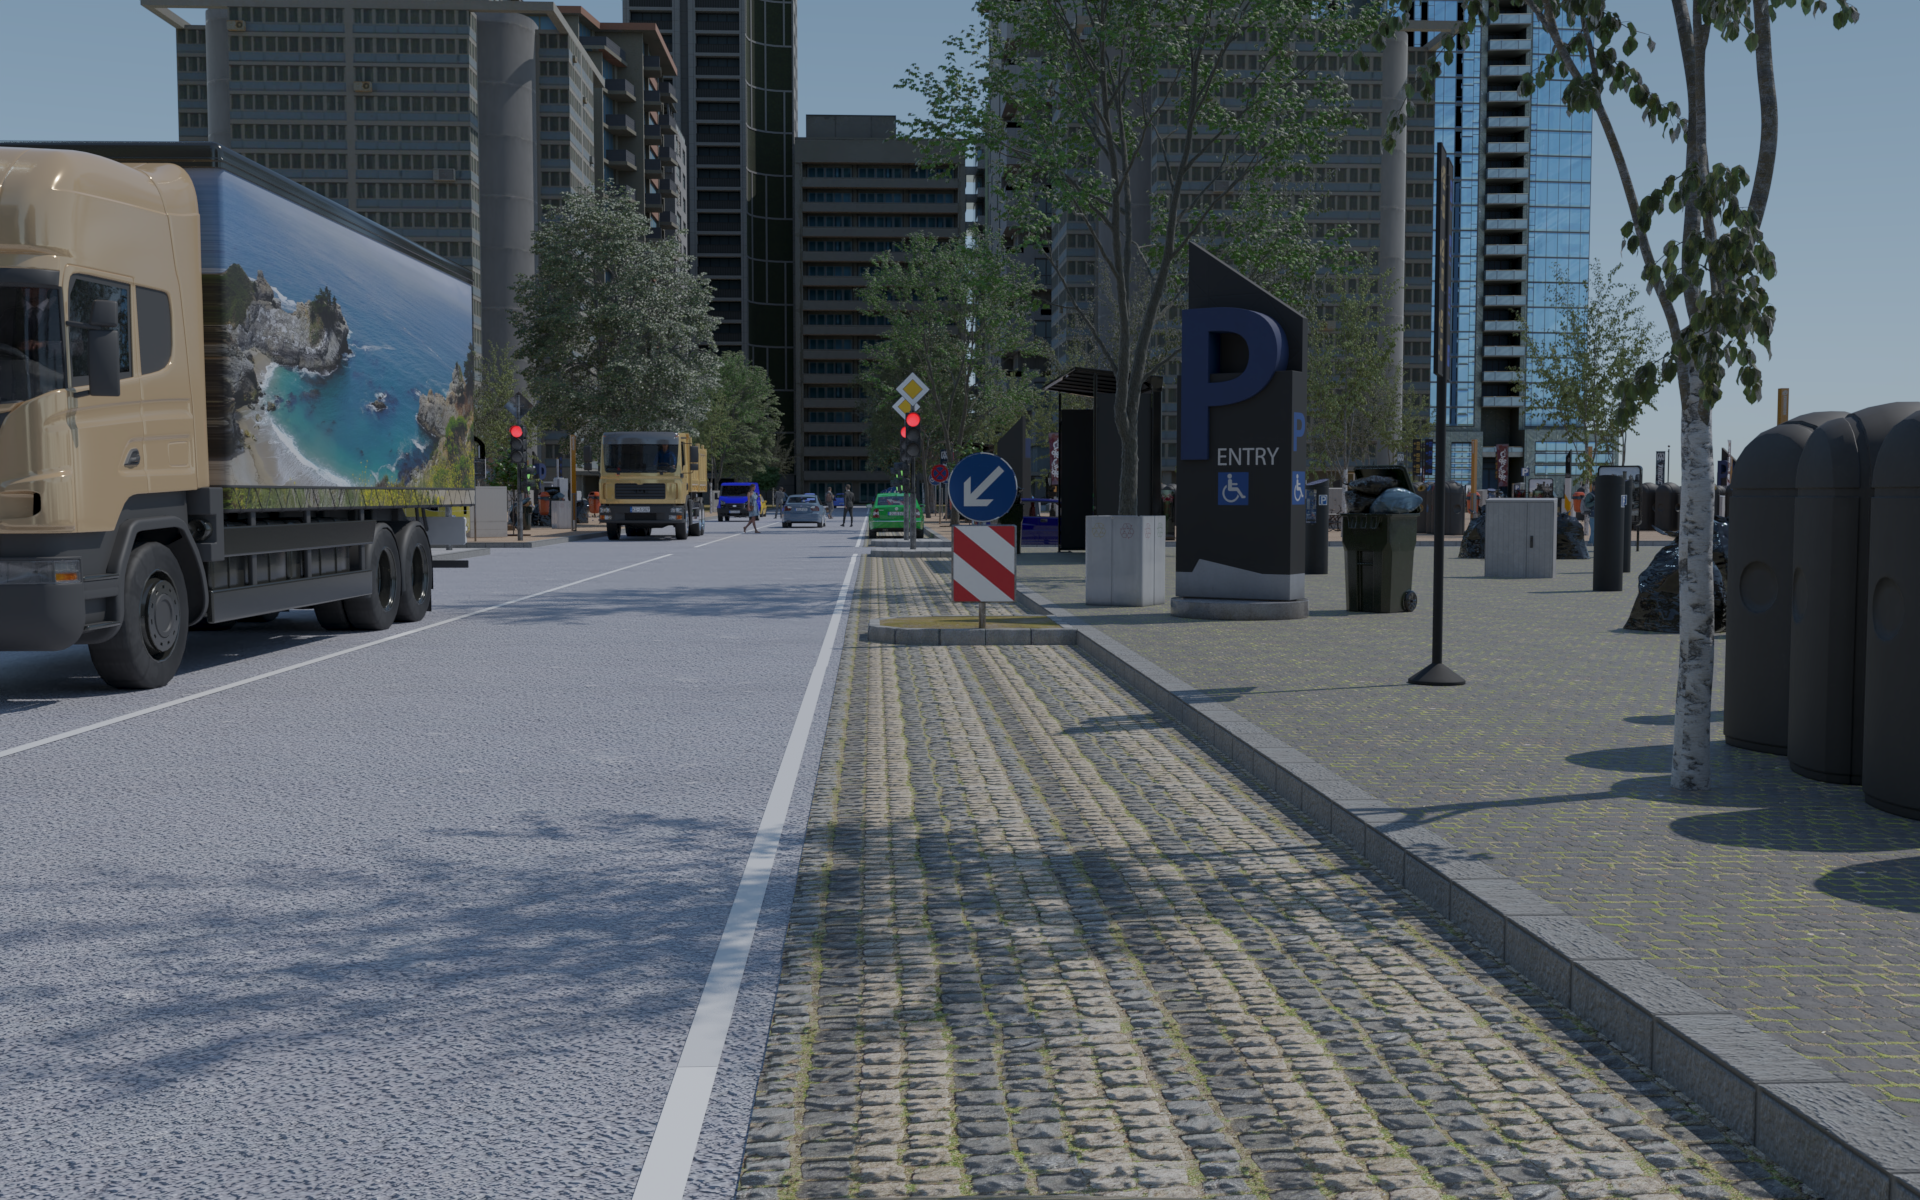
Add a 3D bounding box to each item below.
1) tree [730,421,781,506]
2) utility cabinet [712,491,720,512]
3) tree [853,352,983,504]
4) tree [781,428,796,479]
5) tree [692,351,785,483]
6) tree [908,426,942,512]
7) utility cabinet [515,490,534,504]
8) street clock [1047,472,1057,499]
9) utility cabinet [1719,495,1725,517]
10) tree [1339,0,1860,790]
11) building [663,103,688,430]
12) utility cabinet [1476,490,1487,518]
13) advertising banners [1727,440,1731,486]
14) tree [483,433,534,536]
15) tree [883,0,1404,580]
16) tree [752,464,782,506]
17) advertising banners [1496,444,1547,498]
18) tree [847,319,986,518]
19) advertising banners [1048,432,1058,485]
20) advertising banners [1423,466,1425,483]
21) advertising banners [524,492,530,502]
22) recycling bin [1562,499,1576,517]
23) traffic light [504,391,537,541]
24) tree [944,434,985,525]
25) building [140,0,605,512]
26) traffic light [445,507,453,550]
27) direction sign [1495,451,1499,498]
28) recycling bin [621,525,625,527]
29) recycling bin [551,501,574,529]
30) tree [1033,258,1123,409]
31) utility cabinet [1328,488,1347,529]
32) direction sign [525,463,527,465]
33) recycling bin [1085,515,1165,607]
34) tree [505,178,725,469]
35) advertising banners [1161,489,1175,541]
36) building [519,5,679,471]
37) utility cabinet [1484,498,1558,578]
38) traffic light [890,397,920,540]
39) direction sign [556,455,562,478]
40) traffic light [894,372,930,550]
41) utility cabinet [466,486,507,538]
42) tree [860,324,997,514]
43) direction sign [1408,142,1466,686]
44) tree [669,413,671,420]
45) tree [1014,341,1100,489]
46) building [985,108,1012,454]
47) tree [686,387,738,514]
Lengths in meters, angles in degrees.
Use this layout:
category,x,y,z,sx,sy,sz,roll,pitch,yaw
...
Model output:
category,x,y,z,sx,sy,sz,roll,pitch,yaw
tree,-18.960,-12.524,155.122,4.360,8.622,3.978,0,3,0
utility cabinet,-16.780,-6.818,120.151,0.318,1.500,1.173,3,4,37
tree,-3.410,-13.800,135.994,12.009,13.543,11.850,0,3,0
tree,-19.527,-14.215,182.772,4.360,8.622,3.978,0,3,0
tree,-17.717,-13.412,137.415,7.486,12.596,7.792,0,3,0
tree,-2.591,-10.607,123.791,4.737,8.622,4.395,0,3,0
utility cabinet,-23.035,-5.075,91.648,1.173,1.500,0.318,3,4,38
street clock,3.037,-3.198,56.858,0.358,2.002,0.471,-1,4,-13
utility cabinet,33.773,-4.056,77.479,0.306,1.237,1.020,-2,4,-34
tree,2.960,-3.483,7.317,4.360,8.622,3.978,0,3,0
building,-36.078,-30.523,182.637,14.086,41.232,14.154,0,4,-3
utility cabinet,26.570,-4.870,88.309,0.318,1.500,1.173,0,4,-1
advertising banners,25.263,-3.695,56.602,0.090,3.025,2.074,2,4,35
tree,-13.665,-3.574,53.033,1.663,3.219,1.824,0,3,0
tree,2.546,-6.104,25.554,9.928,11.665,9.643,0,3,0
tree,-18.996,-11.326,168.891,4.285,4.588,4.351,0,3,0
advertising banners,19.327,-3.886,59.719,0.090,3.025,2.074,-3,4,-36
tree,-2.002,-9.658,92.316,7.601,10.594,8.767,1,4,20
advertising banners,3.209,-3.198,48.471,0.090,3.025,2.074,-3,5,-42
advertising banners,28.512,-6.826,107.797,0.090,3.025,2.074,0,4,-8
advertising banners,-21.893,-5.572,87.294,0.090,3.025,2.074,0,4,-3
recycling bin,32.143,-4.822,91.391,0.722,1.027,0.722,3,5,44
traffic light,-12.053,-3.579,47.431,0.839,4.253,0.868,0,4,-3
tree,0.442,-3.743,55.797,1.663,3.219,1.824,0,3,0
building,-41.294,-26.969,132.816,32.217,40.220,23.993,0,4,-3
traffic light,-11.654,-3.091,39.456,0.839,4.253,0.868,0,4,-3
direction sign,28.493,-6.098,91.701,0.379,3.537,0.876,0,4,-3
recycling bin,-13.476,-3.401,68.167,0.722,1.027,0.722,1,4,9
recycling bin,-14.558,-3.125,63.645,0.722,1.027,0.722,-2,4,-31
tree,4.649,-6.225,52.149,4.360,8.622,3.978,0,3,0
utility cabinet,13.486,-3.291,62.493,1.173,1.500,0.318,2,4,30
direction sign,-23.562,-6.172,92.903,0.876,3.537,0.379,2,4,24
recycling bin,1.920,-0.460,20.081,0.722,1.027,0.722,2,4,30
tree,-13.752,-10.004,70.226,9.857,13.997,8.962,0,3,0
advertising banners,6.426,-3.164,47.918,2.074,3.025,0.090,-1,4,-13
building,-37.795,-30.865,159.265,22.147,44.769,28.867,0,4,-3
utility cabinet,8.638,-0.950,26.689,1.020,1.237,0.306,2,4,29
traffic light,-1.506,-3.612,47.972,0.839,4.253,0.868,0,4,-3
direction sign,-23.505,-6.704,101.605,0.379,3.537,0.876,-3,4,-36
traffic light,-1.107,-3.124,39.997,0.839,4.253,0.868,0,4,-3
utility cabinet,-13.870,-2.570,50.694,1.173,1.500,0.318,-3,5,-42
tree,-2.009,-12.057,114.141,9.611,12.733,9.660,0,3,0
direction sign,3.233,-1.201,11.640,0.379,3.537,0.876,1,4,21
tree,-17.191,-12.062,122.971,9.928,11.665,9.643,0,3,0
tree,5.022,-8.156,83.705,4.737,8.622,4.395,0,3,0
building,9.551,-30.583,183.628,14.154,41.232,14.086,0,4,-3
tree,-16.656,-10.009,114.002,4.737,8.622,4.395,0,3,0
